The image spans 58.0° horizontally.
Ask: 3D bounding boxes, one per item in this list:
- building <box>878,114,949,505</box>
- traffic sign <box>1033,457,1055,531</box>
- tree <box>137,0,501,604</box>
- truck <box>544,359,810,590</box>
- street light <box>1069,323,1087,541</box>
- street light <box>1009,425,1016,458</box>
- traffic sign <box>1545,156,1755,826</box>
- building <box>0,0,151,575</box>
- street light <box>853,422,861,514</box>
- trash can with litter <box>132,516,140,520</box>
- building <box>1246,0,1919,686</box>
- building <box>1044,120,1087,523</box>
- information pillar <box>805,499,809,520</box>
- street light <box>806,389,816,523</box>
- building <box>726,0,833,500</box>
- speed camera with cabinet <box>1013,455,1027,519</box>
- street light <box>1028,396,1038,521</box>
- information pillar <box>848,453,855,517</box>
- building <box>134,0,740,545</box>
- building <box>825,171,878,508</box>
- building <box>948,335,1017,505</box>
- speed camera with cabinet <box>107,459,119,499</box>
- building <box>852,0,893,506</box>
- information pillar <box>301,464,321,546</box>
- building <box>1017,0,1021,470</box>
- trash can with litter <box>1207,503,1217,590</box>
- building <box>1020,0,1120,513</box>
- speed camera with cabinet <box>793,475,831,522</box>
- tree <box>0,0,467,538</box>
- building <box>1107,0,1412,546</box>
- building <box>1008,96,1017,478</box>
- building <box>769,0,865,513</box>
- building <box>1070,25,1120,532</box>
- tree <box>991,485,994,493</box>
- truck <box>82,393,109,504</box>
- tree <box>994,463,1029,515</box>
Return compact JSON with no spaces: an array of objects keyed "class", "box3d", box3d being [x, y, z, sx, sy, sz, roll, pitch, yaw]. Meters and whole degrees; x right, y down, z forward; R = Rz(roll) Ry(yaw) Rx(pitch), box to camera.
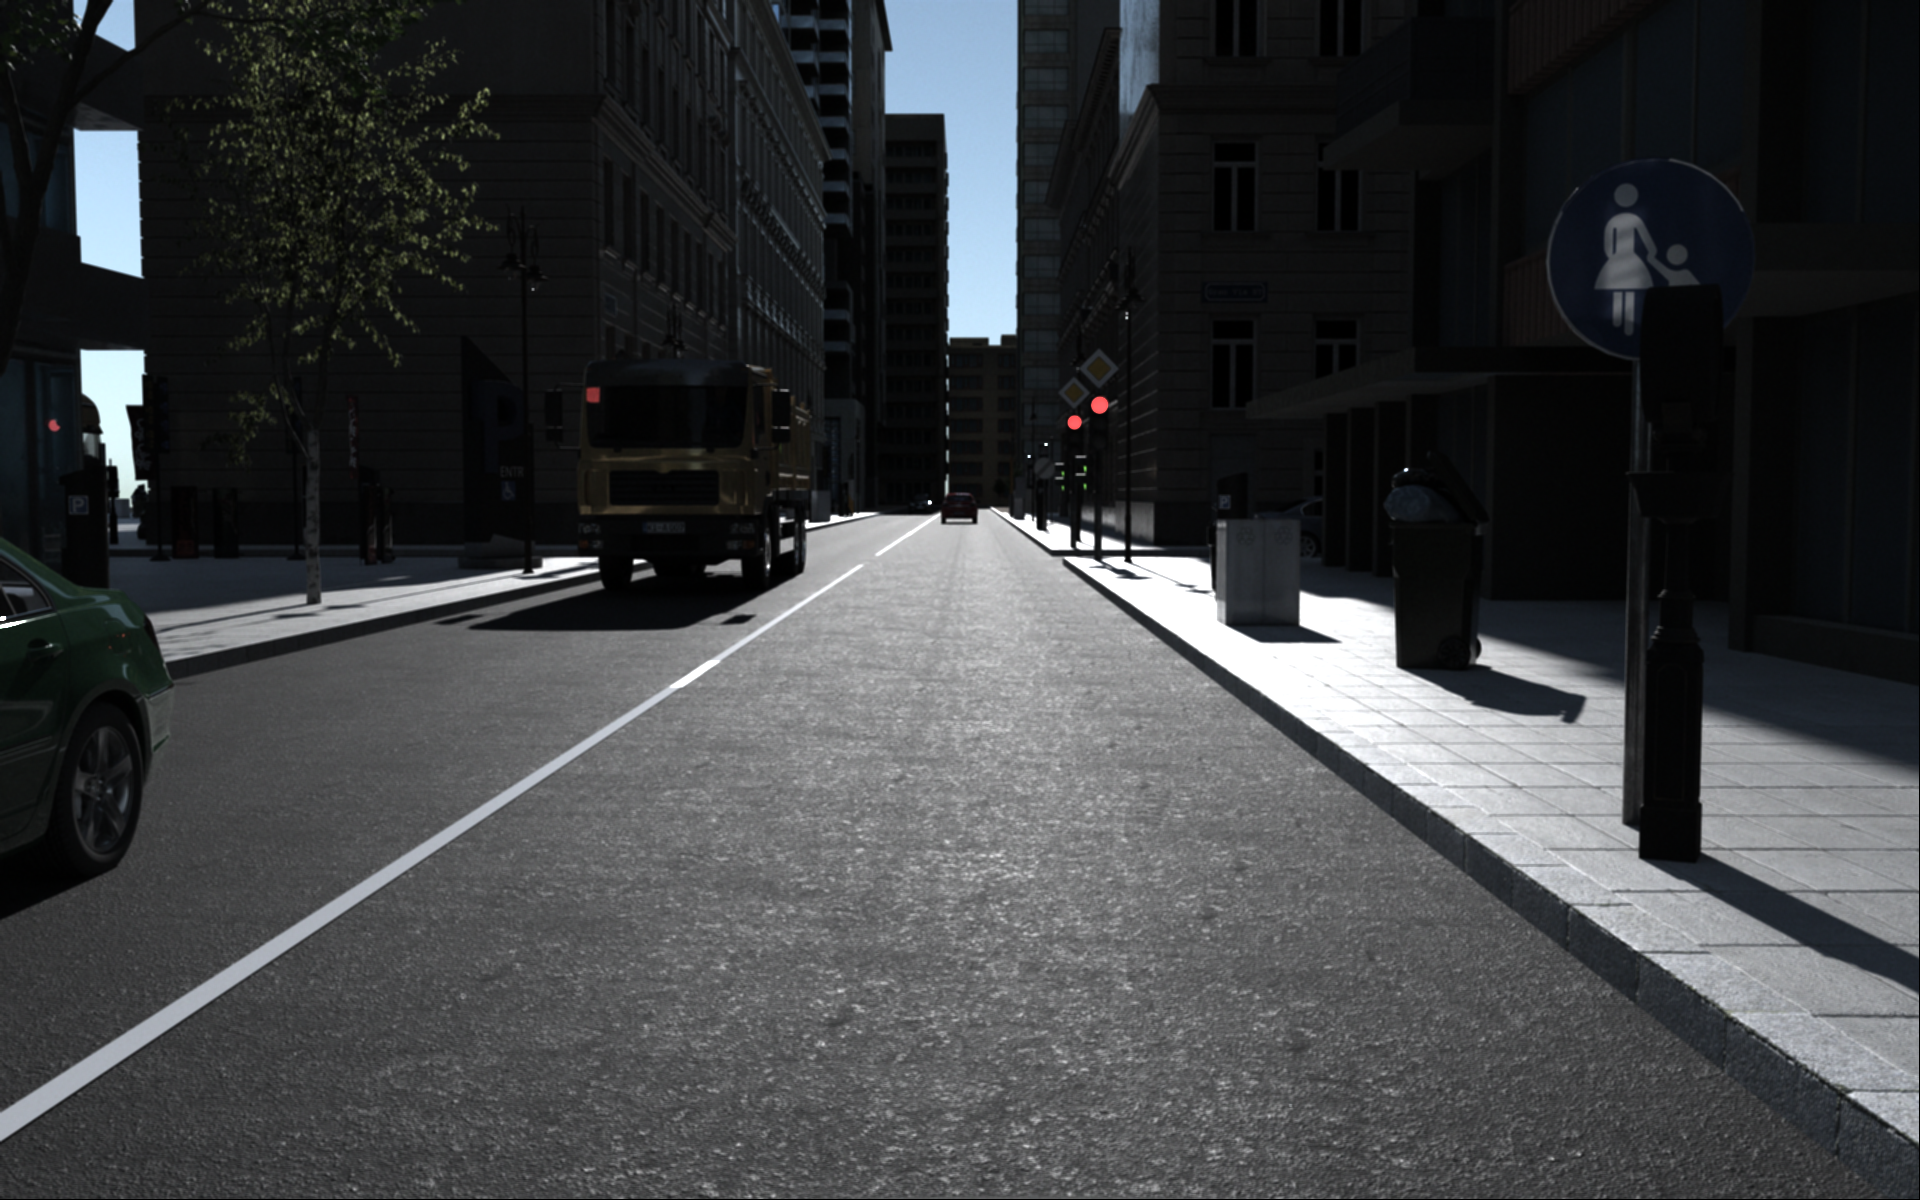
[{"class":"building","box3d":[-12.275,-35.947,211.438,21.600,48.544,21.300,0,4,0]},{"class":"traffic sign","box3d":[2.920,-3.657,59.900,0.768,2.556,0.104,0,4,4]},{"class":"tree","box3d":[-7.557,-4.276,20.268,4.360,8.622,3.978,0,3,0]},{"class":"truck","box3d":[-4.113,-1.966,28.075,3.469,3.379,9.791,0,3,0]},{"class":"street light","box3d":[3.216,-4.531,46.862,0.468,5.910,1.993,0,4,0]},{"class":"street light","box3d":[3.534,-8.772,116.203,0.468,5.910,1.993,0,4,0]},{"class":"traffic sign","box3d":[2.618,-0.401,6.659,0.768,2.556,0.104,0,4,5]},{"class":"building","box3d":[-26.968,-24.316,17.184,30.456,49.044,23.786,0,4,0]},{"class":"street light","box3d":[-6.571,-8.470,111.280,0.468,5.910,1.993,0,4,0]},{"class":"trash can with litter","box3d":[-43.041,-4.938,91.786,2.233,1.210,1.678,-3,5,-45]},{"class":"building","box3d":[16.001,-22.163,16.993,22.147,44.769,28.867,0,4,0]},{"class":"building","box3d":[10.023,-15.021,96.507,10.553,20.767,40.483,0,4,0]},{"class":"information pillar","box3d":[-7.712,-5.039,86.883,0.304,2.012,0.304,2,4,32]},{"class":"street light","box3d":[-6.631,-6.339,76.426,0.468,5.910,1.993,0,4,0]},{"class":"building","box3d":[-16.622,-19.186,90.108,17.030,29.872,44.131,0,4,0]},{"class":"speed camera with cabinet","box3d":[3.047,-5.794,89.060,0.660,3.252,2.038,0,4,-2]},{"class":"street light","box3d":[3.442,-6.651,81.532,0.468,5.910,1.993,0,4,0]},{"class":"information pillar","box3d":[-6.211,-6.564,98.673,0.183,3.616,0.504,-2,4,-32]},{"class":"building","box3d":[-14.661,-15.758,54.912,12.463,27.353,25.104,0,4,0]},{"class":"building","box3d":[-14.782,-23.416,154.549,14.160,30.474,14.107,0,4,0]},{"class":"building","box3d":[13.178,-22.627,214.994,28.899,21.520,27.650,0,4,0]},{"class":"speed camera with cabinet","box3d":[-48.176,-6.267,96.801,2.038,3.252,0.660,-2,4,-34]},{"class":"building","box3d":[-21.221,-35.932,176.726,27.495,52.752,28.713,0,4,0]},{"class":"information pillar","box3d":[-15.937,-2.326,42.529,0.304,2.012,0.304,3,5,40]},{"class":"building","box3d":[15.312,-36.912,145.503,21.231,58.520,28.212,0,4,0]},{"class":"trash can with litter","box3d":[3.808,-0.706,22.935,1.055,1.170,0.624,1,4,21]},{"class":"building","box3d":[11.340,-26.994,124.945,14.154,41.232,14.086,0,4,0]},{"class":"speed camera with cabinet","box3d":[-6.781,-5.205,79.443,0.660,3.252,2.038,2,4,35]},{"class":"tree","box3d":[-7.702,-5.376,13.651,9.928,11.665,9.643,0,3,0]},{"class":"building","box3d":[16.933,-15.303,47.468,25.104,27.353,12.463,0,4,0]},{"class":"building","box3d":[16.980,-34.016,175.768,23.786,49.044,30.456,0,4,0]},{"class":"building","box3d":[-18.149,-50.011,130.346,22.319,86.520,31.000,0,4,0]},{"class":"building","box3d":[9.986,-12.300,65.732,10.561,19.102,19.286,0,4,0]},{"class":"tree","box3d":[4.601,-12.203,194.119,1.663,3.219,1.824,0,3,0]},{"class":"truck","box3d":[-24.211,-3.010,38.123,11.283,4.237,2.839,0,3,0]},{"class":"tree","box3d":[3.544,-7.312,114.145,1.663,3.219,1.824,0,3,0]}]
